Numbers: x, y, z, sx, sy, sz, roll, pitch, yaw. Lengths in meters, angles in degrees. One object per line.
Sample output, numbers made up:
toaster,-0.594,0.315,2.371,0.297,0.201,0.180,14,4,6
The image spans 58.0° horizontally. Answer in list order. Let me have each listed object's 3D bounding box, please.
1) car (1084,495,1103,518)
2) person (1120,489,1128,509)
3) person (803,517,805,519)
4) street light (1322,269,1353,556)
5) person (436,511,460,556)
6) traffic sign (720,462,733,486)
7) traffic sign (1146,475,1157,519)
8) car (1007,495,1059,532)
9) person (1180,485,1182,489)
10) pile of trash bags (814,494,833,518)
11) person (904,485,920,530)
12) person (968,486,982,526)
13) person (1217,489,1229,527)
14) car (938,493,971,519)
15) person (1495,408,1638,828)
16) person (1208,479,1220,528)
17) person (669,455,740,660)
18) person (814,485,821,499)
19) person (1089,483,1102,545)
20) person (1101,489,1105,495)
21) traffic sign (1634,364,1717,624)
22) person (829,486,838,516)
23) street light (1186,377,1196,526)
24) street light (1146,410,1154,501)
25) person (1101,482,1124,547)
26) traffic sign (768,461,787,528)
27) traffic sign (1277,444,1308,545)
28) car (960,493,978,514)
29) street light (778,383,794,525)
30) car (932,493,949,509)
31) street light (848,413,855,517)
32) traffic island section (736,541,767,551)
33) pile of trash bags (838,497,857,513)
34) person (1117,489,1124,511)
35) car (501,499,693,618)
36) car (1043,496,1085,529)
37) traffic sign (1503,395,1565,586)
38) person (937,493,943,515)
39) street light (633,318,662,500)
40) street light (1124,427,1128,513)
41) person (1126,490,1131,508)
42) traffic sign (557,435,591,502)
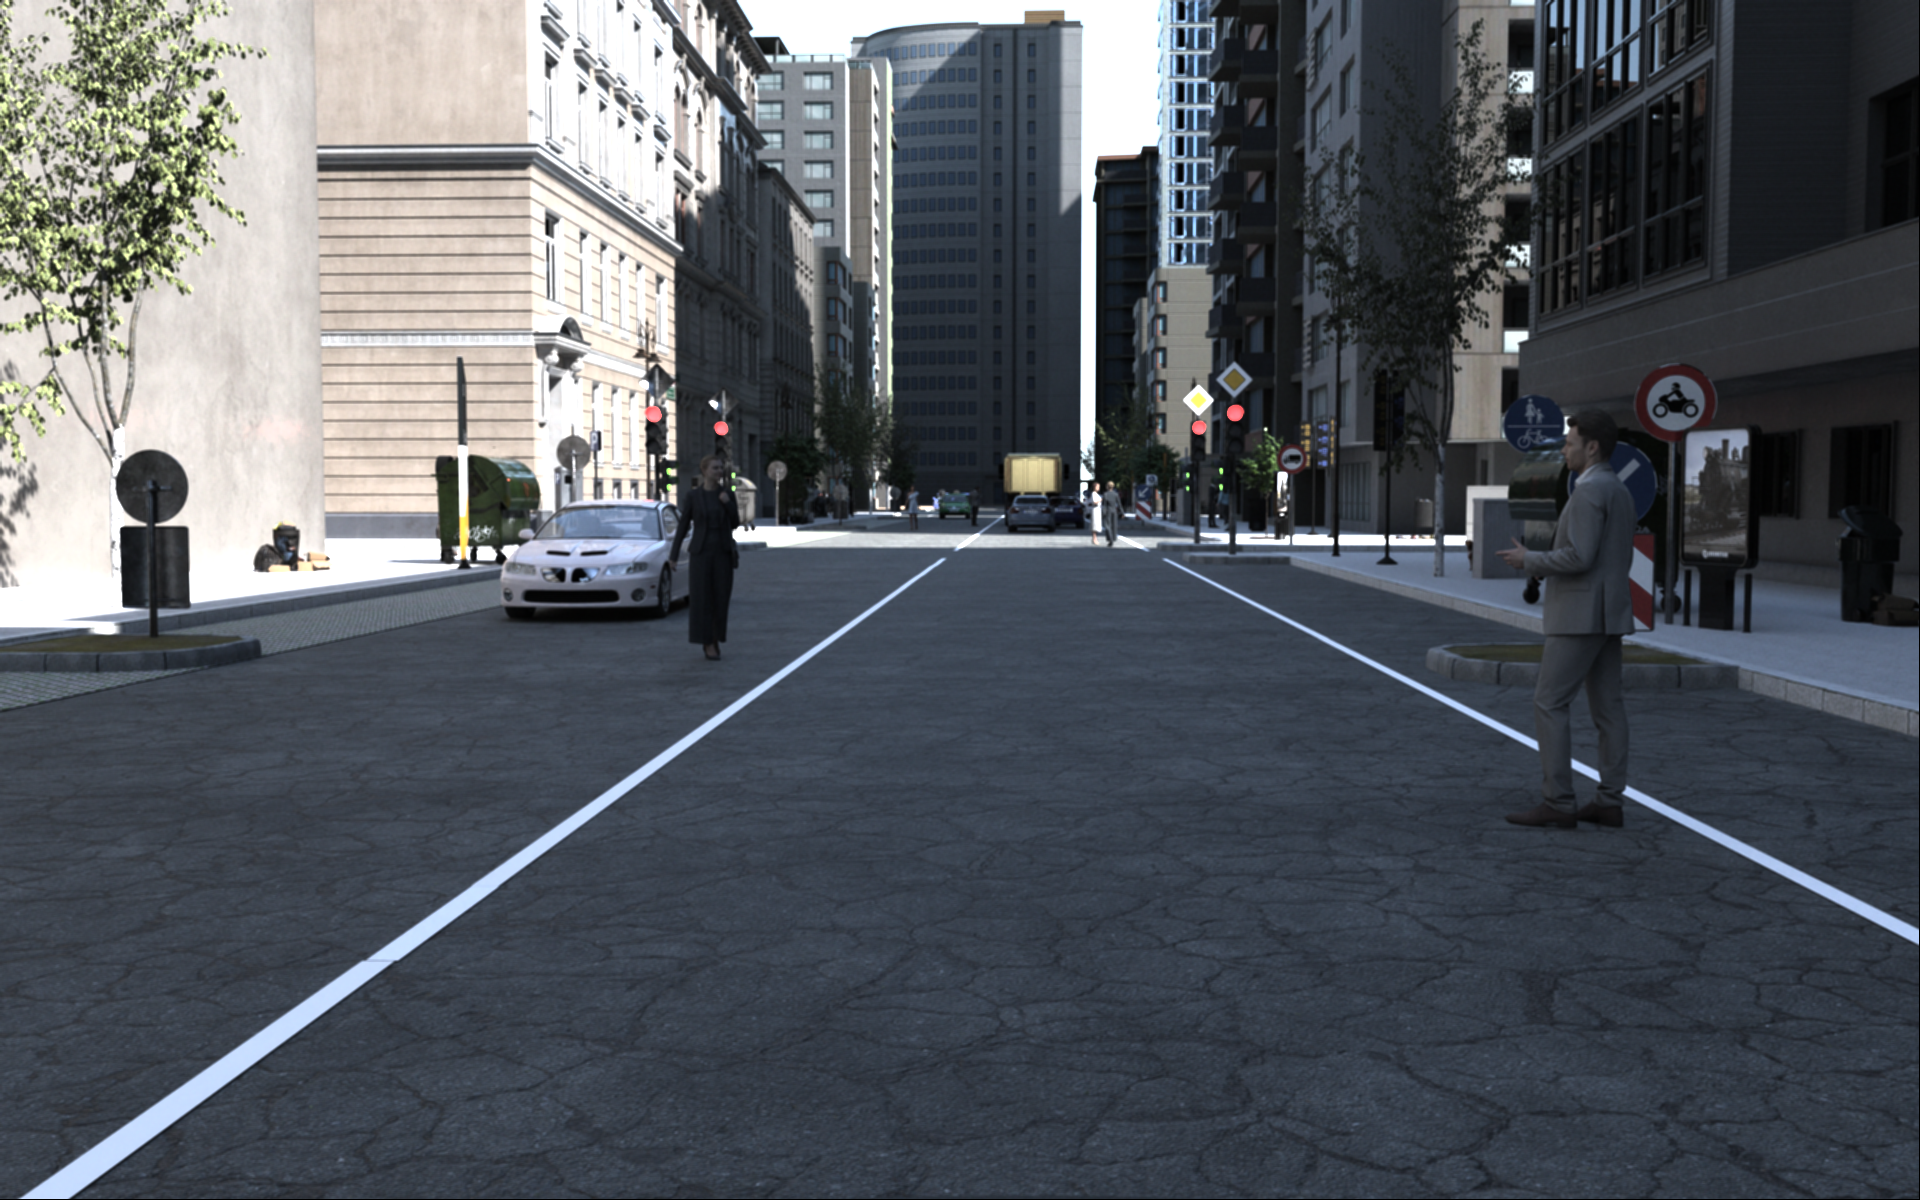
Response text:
car,8.457,-5.592,103.788,2.083,1.381,4.827,0,4,3
person,13.961,-8.761,149.298,0.705,1.823,1.348,3,5,43
person,-7.881,-4.883,86.303,0.576,1.772,0.534,-1,4,-18
street light,7.770,-3.842,35.610,0.468,5.910,1.993,0,4,2
person,-10.539,-1.822,35.939,0.694,1.812,0.767,0,4,-2
traffic sign,-7.490,-3.317,54.335,0.768,2.556,0.104,1,4,9
traffic sign,9.986,-5.390,90.254,0.606,2.300,0.079,0,4,7
car,2.755,-3.313,66.169,2.014,1.417,4.499,0,4,4
person,14.394,-6.571,113.283,0.447,1.846,0.655,1,4,10
pile of trash bags,-8.258,-5.178,94.420,1.912,1.369,3.447,0,4,5
person,-1.908,-3.710,69.257,0.616,1.811,0.778,1,4,11
person,0.683,-4.242,78.040,0.473,1.802,0.592,-3,5,-44
person,10.437,-3.793,68.079,0.660,1.820,0.620,-3,5,-43
car,-0.273,-5.610,100.511,1.959,1.807,4.718,0,4,2
person,2.655,0.070,7.555,0.583,1.804,0.606,2,4,34
person,9.691,-3.705,65.983,0.474,1.900,0.648,1,4,8
person,-2.203,-0.377,15.081,0.576,1.772,0.534,-3,4,-39
person,-8.740,-6.067,105.090,0.661,1.843,0.795,1,4,9
person,3.925,-2.444,49.025,0.524,1.755,0.480,1,4,13
person,14.269,-10.126,172.050,0.683,1.767,0.568,2,4,26
traffic sign,7.002,-1.035,17.027,0.768,2.556,0.104,1,4,9
person,-7.459,-5.930,103.179,0.728,1.800,0.709,1,4,18
street light,9.212,-5.850,68.437,0.468,5.910,1.993,0,4,2
street light,10.253,-7.398,93.741,0.468,5.910,1.993,0,4,2
person,4.153,-2.348,47.318,0.576,1.772,0.534,-3,4,-37
traffic sign,-6.981,-4.040,66.161,0.768,2.556,0.104,0,4,7
traffic sign,8.425,-2.684,43.990,0.768,2.556,0.104,1,4,10
car,0.363,-6.973,123.607,1.945,1.707,3.694,0,4,3
street light,-7.115,-6.008,71.018,0.468,5.910,1.993,0,4,2
car,-1.438,-8.765,152.893,1.945,1.707,3.694,0,4,2
street light,-6.027,-7.587,96.837,0.468,5.910,1.993,0,4,2
traffic island section,-6.180,-1.407,45.290,2.009,0.180,2.903,0,4,2
pile of trash bags,-8.588,-6.561,117.025,3.447,1.369,1.912,3,4,38
person,12.122,-7.593,130.912,0.721,1.743,1.217,-2,4,-31
car,-4.305,-0.563,21.560,2.083,1.381,4.827,0,4,1
car,4.333,-3.697,73.029,1.945,1.354,3.894,0,4,2
traffic sign,7.364,-1.358,22.304,0.768,2.556,0.104,1,4,9
person,-1.328,-6.624,119.392,0.503,1.515,0.523,0,4,-6
street light,-8.199,-4.450,45.538,0.468,5.910,1.993,0,4,2
street light,11.378,-8.960,119.283,0.468,5.910,1.993,0,4,2
person,15.268,-9.339,159.447,1.217,1.743,0.721,-2,4,-25
traffic sign,-8.381,-2.292,37.582,0.768,2.556,0.104,0,4,6
